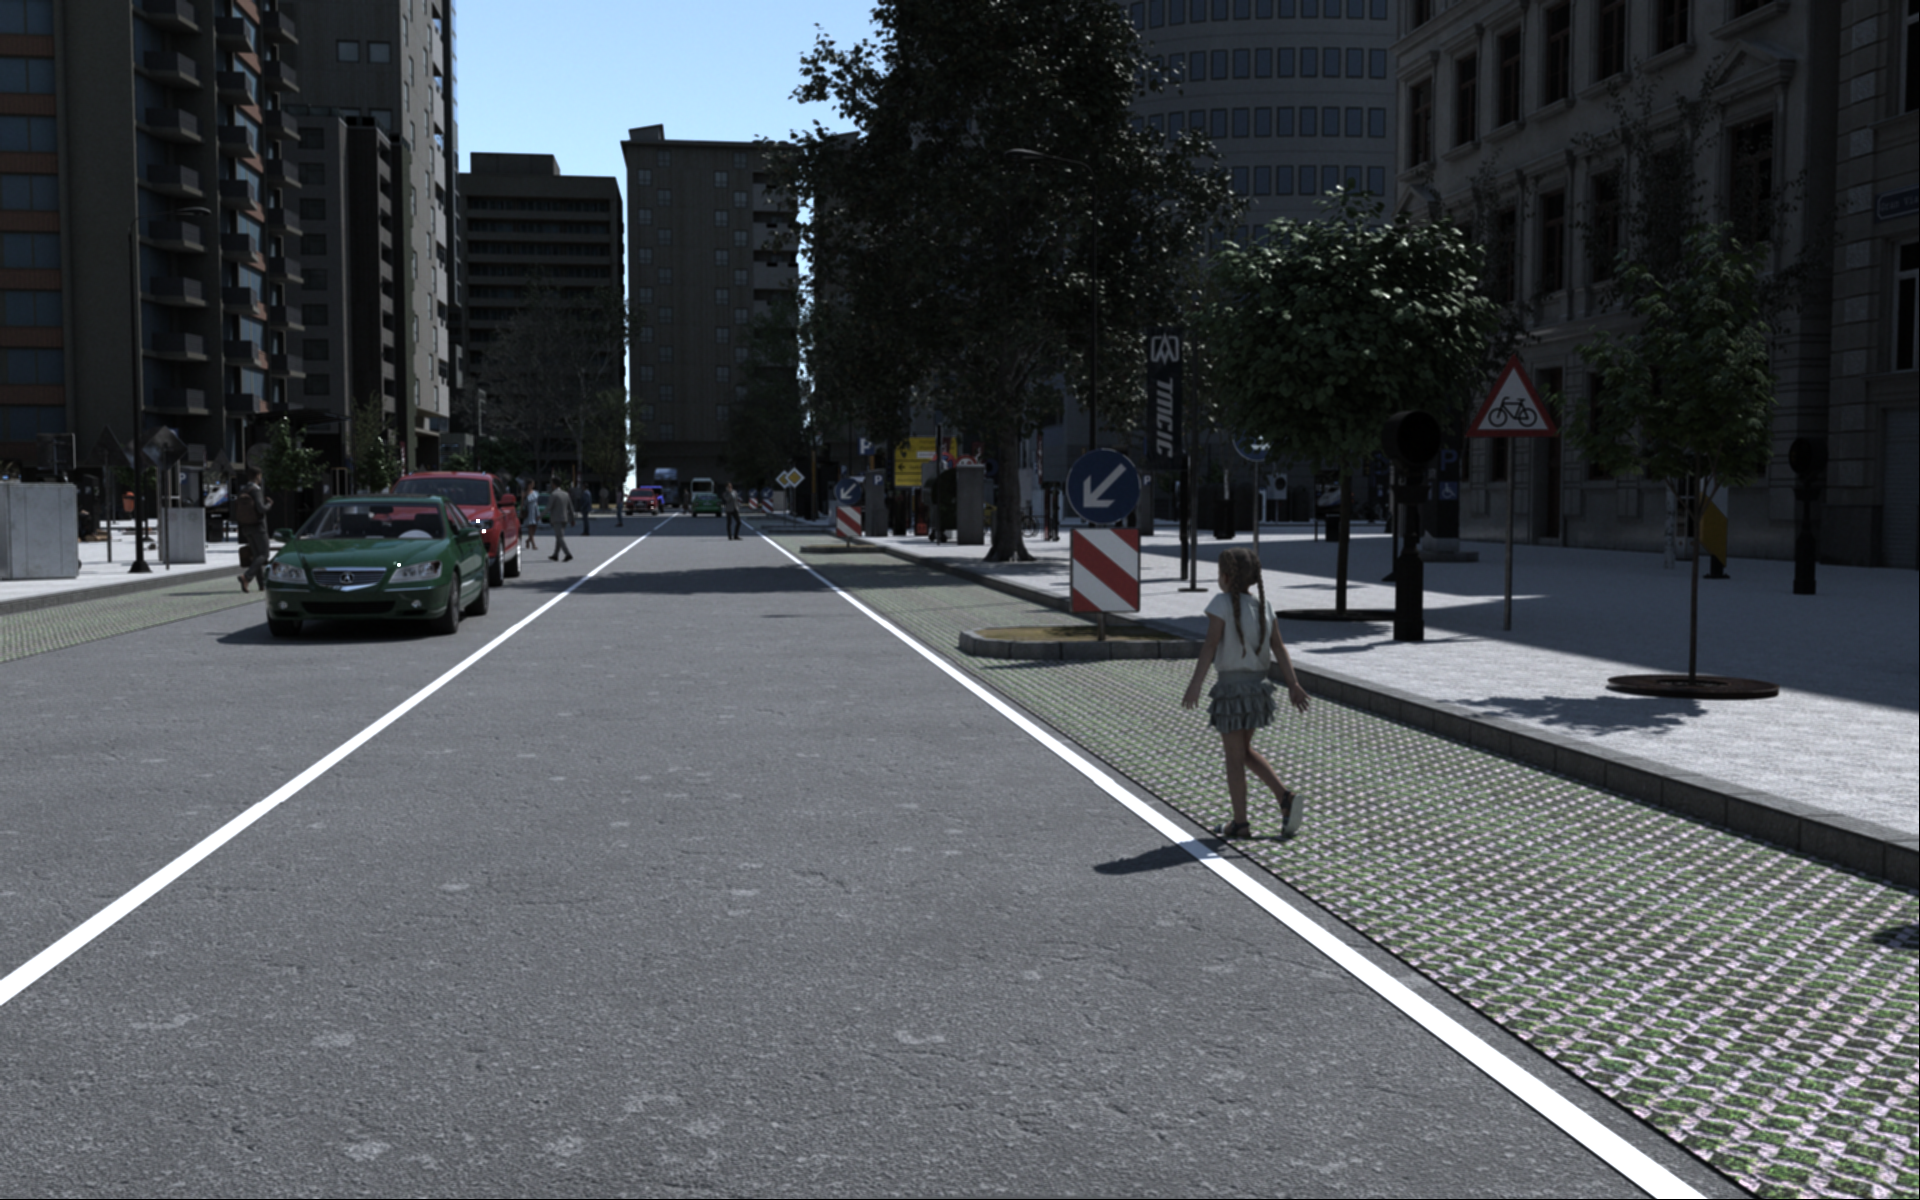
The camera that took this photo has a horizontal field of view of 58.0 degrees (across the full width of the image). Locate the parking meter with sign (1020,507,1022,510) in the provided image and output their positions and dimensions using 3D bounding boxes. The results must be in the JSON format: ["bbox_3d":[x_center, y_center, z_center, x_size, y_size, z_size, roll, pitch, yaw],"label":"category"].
[{"bbox_3d":[1.649,-3.616,55.379,0.543,3.016,1.738,1,4,10],"label":"parking meter with sign"}]

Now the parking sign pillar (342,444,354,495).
[{"bbox_3d":[-33.238,-6.459,94.081,1.447,3.967,1.447,-1,4,-12],"label":"parking sign pillar"}]

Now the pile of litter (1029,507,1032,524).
[{"bbox_3d":[3.548,-3.825,76.504,1.176,0.858,1.719,-2,4,-31],"label":"pile of litter"}]

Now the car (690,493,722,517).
[{"bbox_3d":[-15.858,-6.088,108.327,1.959,1.807,4.718,-1,4,-10],"label":"car"}]

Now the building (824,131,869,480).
[{"bbox_3d":[-8.133,-41.052,260.433,27.495,52.752,28.713,-1,4,-8],"label":"building"}]

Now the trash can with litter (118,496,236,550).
[{"bbox_3d":[-18.482,-1.801,40.508,1.678,1.210,2.233,1,4,16],"label":"trash can with litter"}]

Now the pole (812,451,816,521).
[{"bbox_3d":[-6.874,-5.353,81.368,0.158,3.312,0.155,0,3,0],"label":"pole"}]

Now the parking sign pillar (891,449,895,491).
[{"bbox_3d":[-3.669,-7.004,102.988,1.447,3.967,1.447,1,4,22],"label":"parking sign pillar"}]

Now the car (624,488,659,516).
[{"bbox_3d":[-21.485,-6.628,117.042,2.281,1.827,5.304,0,4,-8],"label":"car"}]

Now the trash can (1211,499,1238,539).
[{"bbox_3d":[7.502,-2.293,49.142,0.748,1.137,0.748,0,3,0],"label":"trash can"}]

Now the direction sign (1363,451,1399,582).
[{"bbox_3d":[6.401,-2.042,25.384,0.876,3.537,0.379,3,5,43],"label":"direction sign"}]

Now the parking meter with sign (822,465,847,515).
[{"bbox_3d":[-7.692,-6.693,105.692,1.738,3.016,0.543,3,5,42],"label":"parking meter with sign"}]

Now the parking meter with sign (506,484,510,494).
[{"bbox_3d":[-33.008,-7.907,125.532,1.738,3.016,0.543,2,4,31],"label":"parking meter with sign"}]

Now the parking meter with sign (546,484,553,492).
[{"bbox_3d":[-32.042,-8.530,135.732,1.738,3.016,0.543,-1,4,-11],"label":"parking meter with sign"}]

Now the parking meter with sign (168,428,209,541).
[{"bbox_3d":[-20.790,-3.093,46.824,0.543,3.016,1.738,1,4,11],"label":"parking meter with sign"}]

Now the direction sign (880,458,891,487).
[{"bbox_3d":[-4.643,-7.142,108.766,0.876,3.537,0.379,2,4,28],"label":"direction sign"}]

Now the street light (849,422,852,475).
[{"bbox_3d":[-4.558,-5.561,63.471,1.470,5.913,1.316,-1,4,-8],"label":"street light"}]

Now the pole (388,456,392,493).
[{"bbox_3d":[-29.444,-5.853,89.543,0.158,3.312,0.155,0,3,0],"label":"pole"}]

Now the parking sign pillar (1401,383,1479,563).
[{"bbox_3d":[9.184,-2.726,33.044,1.447,3.967,1.447,0,4,3],"label":"parking sign pillar"}]

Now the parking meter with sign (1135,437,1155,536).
[{"bbox_3d":[5.764,-3.511,53.665,0.543,3.016,1.738,0,4,-6],"label":"parking meter with sign"}]

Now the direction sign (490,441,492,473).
[{"bbox_3d":[-20.305,-5.076,74.985,0.379,3.537,0.876,-1,4,-15],"label":"direction sign"}]

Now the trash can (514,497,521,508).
[{"bbox_3d":[-24.580,-5.177,96.292,0.748,1.137,0.748,0,3,0],"label":"trash can"}]

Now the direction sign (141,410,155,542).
[{"bbox_3d":[-22.028,-3.353,46.813,0.379,3.537,0.876,-2,4,-30],"label":"direction sign"}]

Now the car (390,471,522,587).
[{"bbox_3d":[-8.370,-1.202,28.325,2.281,1.827,5.304,-1,4,-9],"label":"car"}]

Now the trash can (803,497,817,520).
[{"bbox_3d":[-7.321,-4.467,84.682,0.748,1.137,0.748,0,3,0],"label":"trash can"}]

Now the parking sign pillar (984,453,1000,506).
[{"bbox_3d":[1.557,-6.390,92.941,1.447,3.967,1.447,0,4,-4],"label":"parking sign pillar"}]

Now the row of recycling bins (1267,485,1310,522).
[{"bbox_3d":[14.381,-4.465,80.108,3.534,1.692,1.069,1,4,11],"label":"row of recycling bins"}]

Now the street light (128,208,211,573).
[{"bbox_3d":[-12.852,-3.403,28.177,1.470,5.913,1.316,-1,4,-8],"label":"street light"}]

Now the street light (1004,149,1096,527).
[{"bbox_3d":[1.284,-3.122,23.589,1.470,5.913,1.316,-1,4,-8],"label":"street light"}]

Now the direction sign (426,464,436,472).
[{"bbox_3d":[-39.296,-8.366,128.774,0.379,3.537,0.876,3,4,38],"label":"direction sign"}]

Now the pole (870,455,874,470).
[{"bbox_3d":[-3.157,-4.184,62.260,0.158,3.312,0.155,0,3,0],"label":"pole"}]

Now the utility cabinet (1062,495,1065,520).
[{"bbox_3d":[4.735,-4.543,85.448,0.306,1.237,1.020,3,5,40],"label":"utility cabinet"}]

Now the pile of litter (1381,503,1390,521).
[{"bbox_3d":[20.412,-4.134,81.554,1.176,0.858,1.719,1,4,15],"label":"pile of litter"}]

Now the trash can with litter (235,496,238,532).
[{"bbox_3d":[-24.092,-2.883,58.190,2.233,1.210,1.678,1,4,11],"label":"trash can with litter"}]

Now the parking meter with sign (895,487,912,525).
[{"bbox_3d":[-2.379,-4.696,73.048,1.738,3.016,0.543,1,4,10],"label":"parking meter with sign"}]

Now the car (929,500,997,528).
[{"bbox_3d":[0.366,-3.613,69.289,3.980,1.641,2.015,0,4,-7],"label":"car"}]

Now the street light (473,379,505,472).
[{"bbox_3d":[-19.045,-5.958,69.952,1.470,5.913,1.316,-1,4,-8],"label":"street light"}]

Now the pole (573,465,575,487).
[{"bbox_3d":[-26.916,-7.749,120.541,0.158,3.312,0.155,0,3,0],"label":"pole"}]

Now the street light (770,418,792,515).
[{"bbox_3d":[-10.913,-8.175,106.207,1.470,5.913,1.316,-1,4,-8],"label":"street light"}]

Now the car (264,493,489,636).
[{"bbox_3d":[-6.304,-0.446,19.084,2.131,1.459,4.920,-1,4,-9],"label":"car"}]

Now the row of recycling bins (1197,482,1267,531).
[{"bbox_3d":[9.423,-3.317,61.347,1.069,1.692,3.534,-1,4,-19],"label":"row of recycling bins"}]

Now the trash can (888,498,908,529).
[{"bbox_3d":[-2.265,-3.141,63.012,0.748,1.137,0.748,0,3,0],"label":"trash can"}]

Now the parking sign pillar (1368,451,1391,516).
[{"bbox_3d":[21.546,-6.123,88.576,1.447,3.967,1.447,1,4,14],"label":"parking sign pillar"}]

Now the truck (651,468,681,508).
[{"bbox_3d":[-31.396,-12.008,186.089,2.967,4.110,18.799,-1,4,-8],"label":"truck"}]

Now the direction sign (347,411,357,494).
[{"bbox_3d":[-16.701,-3.414,47.815,0.379,3.537,0.876,-1,4,-16],"label":"direction sign"}]

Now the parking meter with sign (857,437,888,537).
[{"bbox_3d":[-2.603,-3.443,52.549,0.543,3.016,1.738,-1,4,-21],"label":"parking meter with sign"}]

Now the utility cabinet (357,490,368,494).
[{"bbox_3d":[-30.894,-4.948,89.571,0.318,1.500,1.173,0,4,-5],"label":"utility cabinet"}]

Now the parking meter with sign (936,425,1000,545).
[{"bbox_3d":[0.276,-2.903,43.726,1.738,3.016,0.543,0,4,-5],"label":"parking meter with sign"}]

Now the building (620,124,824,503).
[{"bbox_3d":[-35.258,-40.775,255.916,27.495,52.752,28.713,-1,4,-8],"label":"building"}]

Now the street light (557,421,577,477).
[{"bbox_3d":[-25.016,-8.419,110.197,1.470,5.913,1.316,-1,4,-8],"label":"street light"}]

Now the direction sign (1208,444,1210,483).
[{"bbox_3d":[11.251,-5.274,78.219,0.379,3.537,0.876,0,4,4],"label":"direction sign"}]

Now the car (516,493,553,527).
[{"bbox_3d":[-18.332,-4.064,75.247,1.959,1.807,4.718,-1,4,-9],"label":"car"}]

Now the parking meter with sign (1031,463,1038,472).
[{"bbox_3d":[3.675,-6.125,96.398,0.543,3.016,1.738,-3,4,-37],"label":"parking meter with sign"}]

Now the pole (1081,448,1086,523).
[{"bbox_3d":[5.438,-5.037,76.202,0.158,3.312,0.155,0,3,0],"label":"pole"}]

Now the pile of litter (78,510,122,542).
[{"bbox_3d":[-23.455,-2.001,46.688,1.719,0.858,1.176,-3,5,-44],"label":"pile of litter"}]
